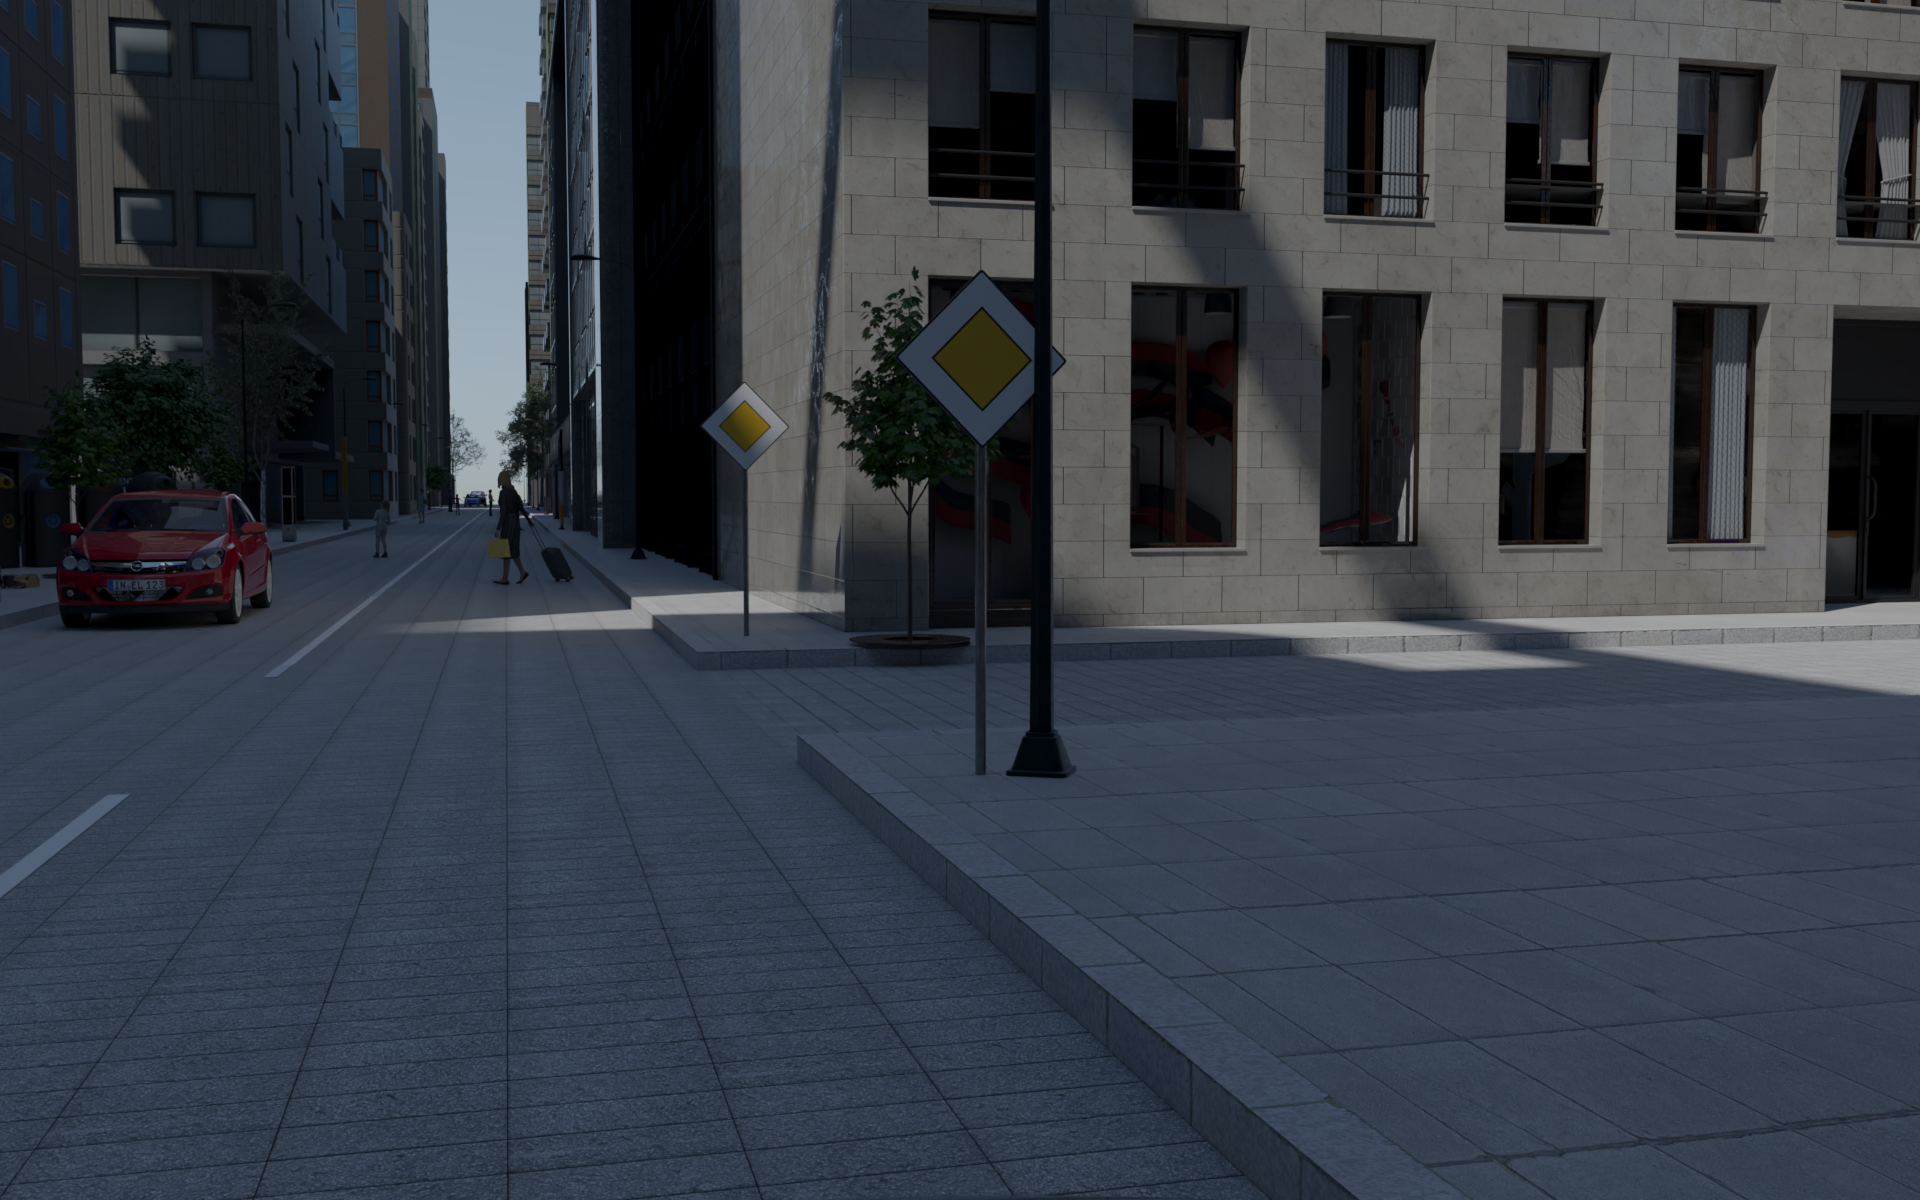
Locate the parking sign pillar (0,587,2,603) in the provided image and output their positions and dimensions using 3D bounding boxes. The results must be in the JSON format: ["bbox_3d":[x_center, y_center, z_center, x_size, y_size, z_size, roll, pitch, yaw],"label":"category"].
[{"bbox_3d":[-12.016,-1.935,20.108,1.447,3.967,1.447,0,4,4],"label":"parking sign pillar"}]

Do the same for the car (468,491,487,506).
[{"bbox_3d":[-56.186,-11.807,201.714,2.281,1.827,5.304,-1,4,-14],"label":"car"}]

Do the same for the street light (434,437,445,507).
[{"bbox_3d":[-42.887,-10.342,141.638,1.470,5.913,1.316,-1,4,-15],"label":"street light"}]

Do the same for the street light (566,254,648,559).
[{"bbox_3d":[-6.862,-3.748,33.820,1.470,5.913,1.316,-1,4,-15],"label":"street light"}]

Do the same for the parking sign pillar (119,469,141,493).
[{"bbox_3d":[-25.307,-3.926,52.661,1.447,3.967,1.447,0,4,-4],"label":"parking sign pillar"}]

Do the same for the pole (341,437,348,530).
[{"bbox_3d":[-21.958,-4.158,61.822,0.158,3.312,0.155,0,3,0],"label":"pole"}]

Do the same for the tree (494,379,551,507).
[{"bbox_3d":[-41.548,-15.604,172.126,9.611,12.733,9.660,0,3,0],"label":"tree"}]

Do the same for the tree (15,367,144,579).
[{"bbox_3d":[-13.510,-1.952,26.511,1.663,3.219,1.824,0,3,0],"label":"tree"}]

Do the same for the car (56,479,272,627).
[{"bbox_3d":[-9.176,-0.682,20.187,2.155,1.783,4.494,-1,4,-15],"label":"car"}]

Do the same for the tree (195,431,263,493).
[{"bbox_3d":[-20.251,-3.228,47.382,1.663,3.219,1.824,0,3,0],"label":"tree"}]

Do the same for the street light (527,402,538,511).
[{"bbox_3d":[-21.094,-7.065,88.049,1.470,5.913,1.316,-1,4,-15],"label":"street light"}]

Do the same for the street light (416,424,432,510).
[{"bbox_3d":[-35.936,-8.700,114.786,1.470,5.913,1.316,-1,4,-15],"label":"street light"}]

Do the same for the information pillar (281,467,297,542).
[{"bbox_3d":[-18.021,-2.569,46.493,0.304,2.012,0.304,0,4,-7],"label":"information pillar"}]

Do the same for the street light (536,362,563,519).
[{"bbox_3d":[-14.086,-5.423,61.211,1.470,5.913,1.316,-1,4,-15],"label":"street light"}]

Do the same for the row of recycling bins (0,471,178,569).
[{"bbox_3d":[-15.817,-1.452,30.845,3.534,1.692,1.069,-3,5,-44],"label":"row of recycling bins"}]

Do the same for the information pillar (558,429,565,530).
[{"bbox_3d":[-14.433,-4.359,62.631,0.183,3.616,0.504,-1,4,-23],"label":"information pillar"}]

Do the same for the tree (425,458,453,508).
[{"bbox_3d":[-48.314,-10.731,159.171,4.285,4.588,4.351,0,3,0],"label":"tree"}]

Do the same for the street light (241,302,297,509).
[{"bbox_3d":[-16.760,-4.248,41.997,1.470,5.913,1.316,-1,4,-15],"label":"street light"}]

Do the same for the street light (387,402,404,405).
[{"bbox_3d":[-28.870,-7.048,87.780,1.470,5.913,1.316,-1,4,-15],"label":"street light"}]

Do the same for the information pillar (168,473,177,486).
[{"bbox_3d":[-25.422,-3.138,55.793,0.304,2.012,0.304,-1,4,-8],"label":"information pillar"}]

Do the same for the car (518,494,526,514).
[{"bbox_3d":[-32.984,-7.170,127.460,2.015,1.641,3.980,-1,4,-13],"label":"car"}]

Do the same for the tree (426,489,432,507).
[{"bbox_3d":[-51.453,-10.512,166.477,1.663,3.219,1.824,0,3,0],"label":"tree"}]

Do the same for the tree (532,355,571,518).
[{"bbox_3d":[-20.724,-8.652,91.827,4.360,8.622,3.978,0,3,0],"label":"tree"}]

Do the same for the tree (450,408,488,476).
[{"bbox_3d":[-70.368,-20.116,239.267,12.009,13.543,11.850,0,3,0],"label":"tree"}]

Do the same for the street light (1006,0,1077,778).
[{"bbox_3d":[-0.149,-2.148,7.665,1.470,5.913,1.316,-1,4,-15],"label":"street light"}]

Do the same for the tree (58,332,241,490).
[{"bbox_3d":[-16.452,-3.152,35.249,4.285,4.588,4.351,0,3,0],"label":"tree"}]

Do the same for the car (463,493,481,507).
[{"bbox_3d":[-55.494,-11.458,196.931,1.945,1.707,3.694,-1,4,-15],"label":"car"}]

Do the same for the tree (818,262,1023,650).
[{"bbox_3d":[-0.414,-1.220,14.542,1.663,3.219,1.824,0,3,0],"label":"tree"}]

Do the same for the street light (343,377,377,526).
[{"bbox_3d":[-23.870,-5.891,68.860,1.470,5.913,1.316,-1,4,-15],"label":"street light"}]

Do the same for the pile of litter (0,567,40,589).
[{"bbox_3d":[-13.406,-0.612,23.974,1.176,0.858,1.719,-2,4,-35],"label":"pile of litter"}]

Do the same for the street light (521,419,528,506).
[{"bbox_3d":[-26.234,-8.245,107.348,1.470,5.913,1.316,-1,4,-15],"label":"street light"}]

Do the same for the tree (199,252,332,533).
[{"bbox_3d":[-21.485,-6.293,53.259,4.360,8.622,3.978,0,3,0],"label":"tree"}]
